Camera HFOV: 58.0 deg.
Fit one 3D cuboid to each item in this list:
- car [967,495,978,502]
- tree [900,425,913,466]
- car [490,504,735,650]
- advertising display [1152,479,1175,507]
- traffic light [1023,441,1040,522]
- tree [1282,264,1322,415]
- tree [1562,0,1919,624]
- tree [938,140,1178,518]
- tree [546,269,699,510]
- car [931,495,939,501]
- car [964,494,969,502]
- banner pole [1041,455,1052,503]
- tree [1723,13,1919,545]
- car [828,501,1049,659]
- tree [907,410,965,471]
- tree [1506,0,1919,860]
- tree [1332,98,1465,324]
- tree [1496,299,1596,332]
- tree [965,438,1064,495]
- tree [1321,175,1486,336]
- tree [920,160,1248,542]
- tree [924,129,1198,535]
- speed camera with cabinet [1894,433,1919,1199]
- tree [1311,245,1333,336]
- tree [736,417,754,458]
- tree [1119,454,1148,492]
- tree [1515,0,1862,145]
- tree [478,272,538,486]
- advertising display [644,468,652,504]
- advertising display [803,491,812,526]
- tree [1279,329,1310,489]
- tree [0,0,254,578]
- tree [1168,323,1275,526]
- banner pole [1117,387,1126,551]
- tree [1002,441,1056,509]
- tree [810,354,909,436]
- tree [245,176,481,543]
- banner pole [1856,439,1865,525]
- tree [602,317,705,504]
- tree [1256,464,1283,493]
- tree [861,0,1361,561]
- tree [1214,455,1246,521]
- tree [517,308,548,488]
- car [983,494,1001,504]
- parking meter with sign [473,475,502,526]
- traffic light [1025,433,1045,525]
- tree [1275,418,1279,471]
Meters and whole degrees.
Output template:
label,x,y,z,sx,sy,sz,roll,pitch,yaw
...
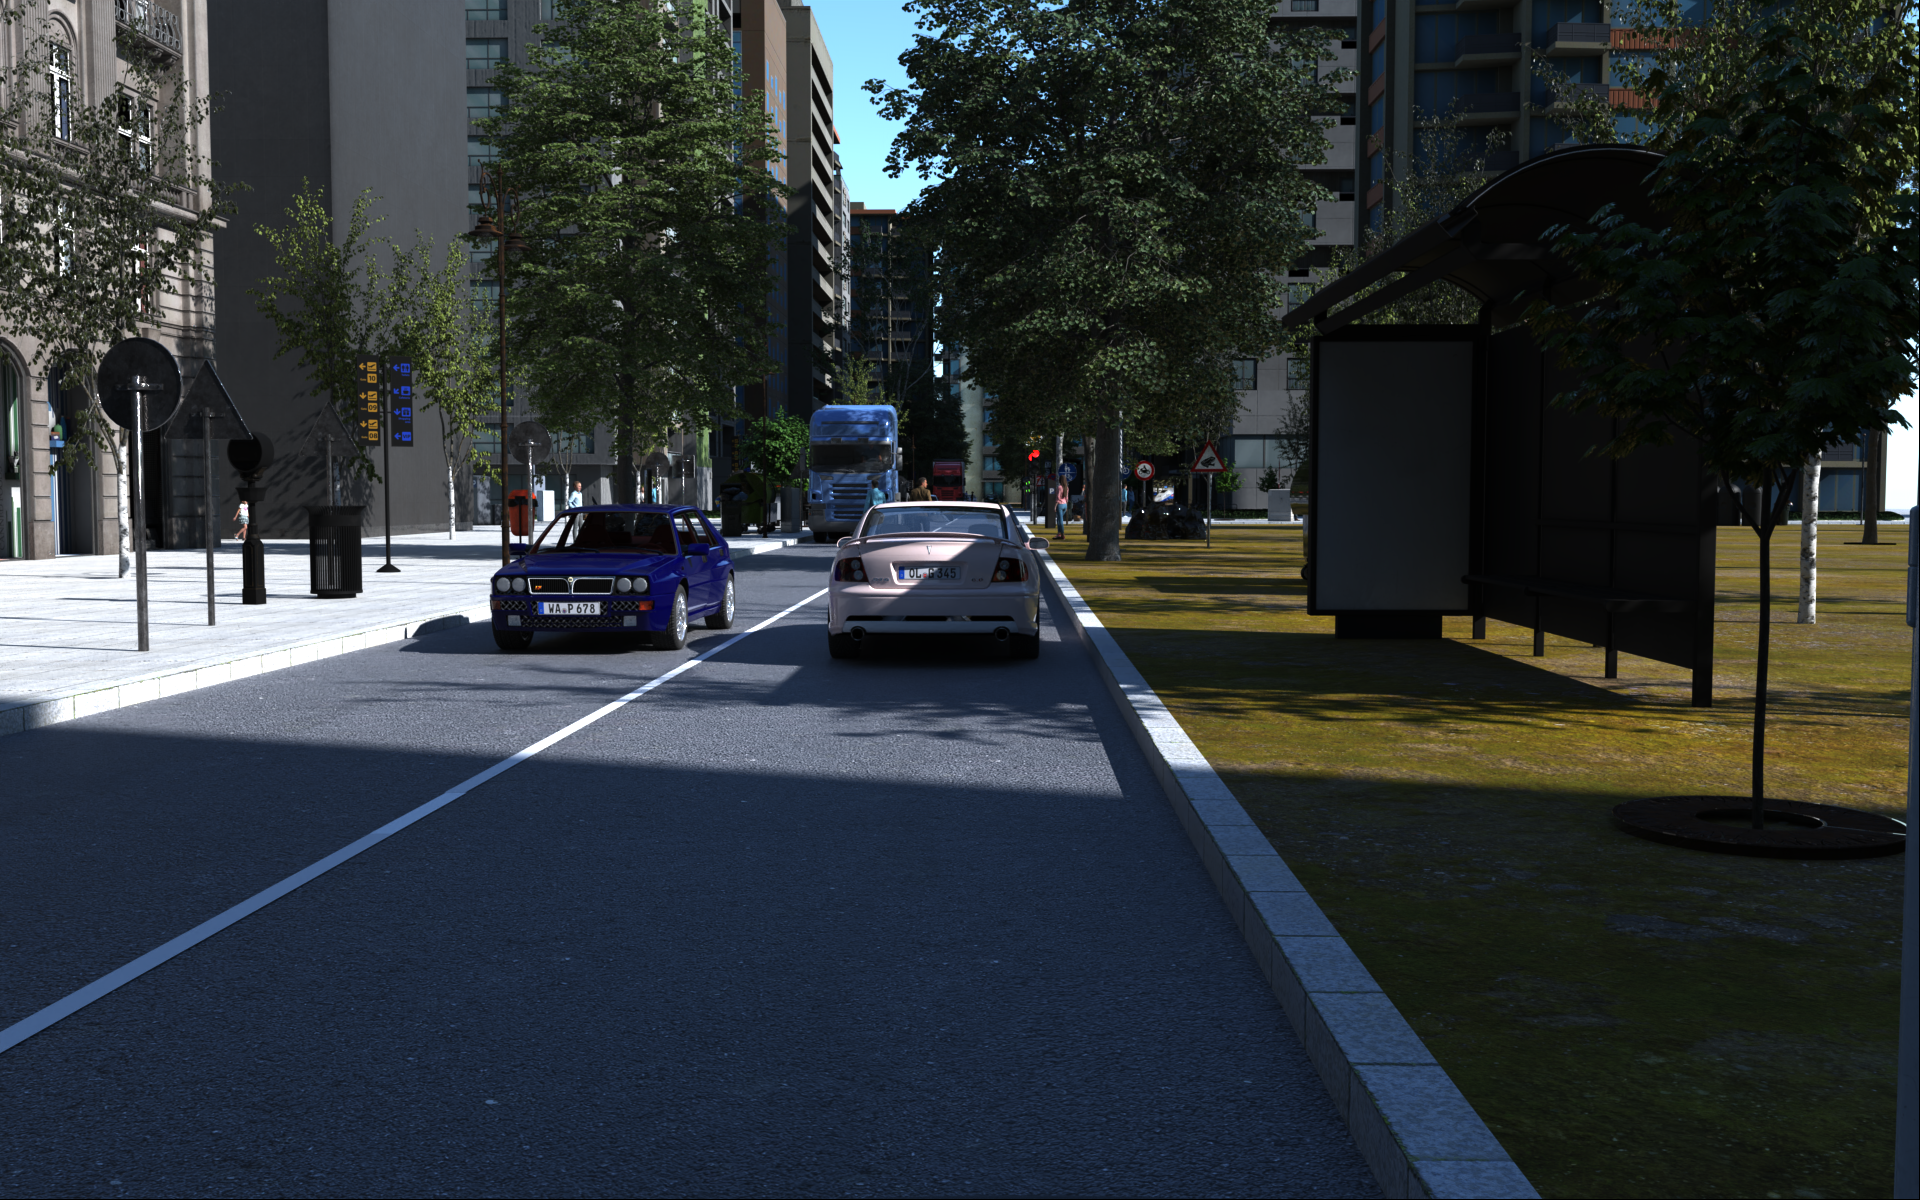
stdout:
label,x,y,z,sx,sy,sz,roll,pitch,yaw
car,1.274,-12.905,223.361,2.083,1.381,4.827,0,4,0
tree,-3.413,-14.763,175.784,8.767,10.594,7.601,-1,4,-16
car,-3.349,-0.280,17.158,1.945,1.354,3.894,0,4,3
advertising display,8.642,-4.183,73.598,0.974,1.923,0.123,-1,4,-10
traffic light,3.344,-5.623,80.860,0.839,4.253,0.868,0,4,1
tree,11.611,-6.229,52.214,4.737,8.622,4.395,0,3,0
tree,8.385,-4.085,17.153,4.737,8.622,4.395,0,3,0
tree,6.466,-14.432,91.854,12.611,20.169,13.585,0,3,0
tree,-10.603,-6.553,57.505,4.360,8.622,3.978,0,3,0
car,-1.985,-5.367,99.754,2.014,1.417,4.499,0,4,0
car,0.051,-11.274,194.120,2.009,1.686,4.222,0,4,3
banner pole,5.515,-7.435,111.574,0.863,3.779,0.401,-1,4,-11
tree,23.179,-8.156,43.718,12.009,13.543,11.850,0,3,0
car,-0.183,-0.252,16.489,2.083,1.381,4.827,0,4,2
tree,-2.861,-16.929,202.546,9.928,11.665,9.643,0,3,0
tree,2.907,-0.730,6.541,1.663,3.219,1.824,0,3,0
tree,9.397,-5.018,32.412,4.360,8.622,3.978,0,3,0
tree,23.265,-8.851,61.730,9.611,12.733,9.660,0,3,0
tree,7.115,-15.205,174.360,9.928,11.665,9.643,0,3,0
tree,10.863,-5.452,39.506,4.737,8.622,4.395,0,3,0
tree,3.550,-6.824,45.983,8.767,10.594,7.601,0,4,4
tree,3.684,-8.350,54.650,7.486,12.596,7.792,0,3,0
speed camera with cabinet,1.660,-0.420,1.208,0.660,3.252,2.038,-1,4,-13
tree,11.256,-5.743,44.260,4.360,8.622,3.978,0,3,0
tree,-18.612,-11.602,140.062,4.360,8.622,3.978,0,3,0
tree,14.196,-9.766,143.380,4.285,4.588,4.351,0,3,0
tree,9.279,-4.374,21.872,4.360,8.622,3.978,0,3,0
tree,-14.094,-5.996,48.405,4.737,8.622,4.395,0,3,0
advertising display,-7.875,-2.356,43.728,0.123,1.923,0.974,-1,4,-15
advertising display,-6.060,-3.911,69.166,0.123,1.923,0.974,-2,4,-26
tree,13.811,-6.809,61.688,4.360,8.622,3.978,0,3,0
tree,-12.998,-4.635,26.145,4.360,8.622,3.978,0,3,0
tree,9.888,-7.255,68.989,4.360,8.622,3.978,0,3,0
banner pole,3.638,-3.023,39.446,0.401,3.779,0.863,1,4,17
tree,6.412,-12.199,149.817,4.360,8.622,3.978,0,3,0
tree,-4.985,-8.560,90.322,4.737,8.622,4.395,0,3,0
tree,-14.618,-5.553,41.159,4.737,8.622,4.395,0,3,0
banner pole,37.221,-4.977,71.390,0.401,3.779,0.863,2,4,25
tree,-12.347,-7.293,69.609,4.737,8.622,4.395,0,3,0
tree,19.332,-6.893,107.295,1.663,3.219,1.824,0,3,0
tree,2.763,-7.738,33.176,9.857,13.997,8.962,0,3,0
tree,12.775,-5.468,84.002,1.663,3.219,1.824,0,3,0
tree,-14.581,-6.962,64.190,4.360,8.622,3.978,0,3,0
car,3.809,-12.034,208.548,2.131,1.459,4.920,0,4,3
parking meter with sign,-19.562,-4.557,70.763,0.543,3.016,1.738,2,4,35
traffic light,3.149,-5.135,72.878,0.839,4.253,0.868,0,4,1
tree,22.388,-10.018,114.149,4.360,8.622,3.978,0,3,0
